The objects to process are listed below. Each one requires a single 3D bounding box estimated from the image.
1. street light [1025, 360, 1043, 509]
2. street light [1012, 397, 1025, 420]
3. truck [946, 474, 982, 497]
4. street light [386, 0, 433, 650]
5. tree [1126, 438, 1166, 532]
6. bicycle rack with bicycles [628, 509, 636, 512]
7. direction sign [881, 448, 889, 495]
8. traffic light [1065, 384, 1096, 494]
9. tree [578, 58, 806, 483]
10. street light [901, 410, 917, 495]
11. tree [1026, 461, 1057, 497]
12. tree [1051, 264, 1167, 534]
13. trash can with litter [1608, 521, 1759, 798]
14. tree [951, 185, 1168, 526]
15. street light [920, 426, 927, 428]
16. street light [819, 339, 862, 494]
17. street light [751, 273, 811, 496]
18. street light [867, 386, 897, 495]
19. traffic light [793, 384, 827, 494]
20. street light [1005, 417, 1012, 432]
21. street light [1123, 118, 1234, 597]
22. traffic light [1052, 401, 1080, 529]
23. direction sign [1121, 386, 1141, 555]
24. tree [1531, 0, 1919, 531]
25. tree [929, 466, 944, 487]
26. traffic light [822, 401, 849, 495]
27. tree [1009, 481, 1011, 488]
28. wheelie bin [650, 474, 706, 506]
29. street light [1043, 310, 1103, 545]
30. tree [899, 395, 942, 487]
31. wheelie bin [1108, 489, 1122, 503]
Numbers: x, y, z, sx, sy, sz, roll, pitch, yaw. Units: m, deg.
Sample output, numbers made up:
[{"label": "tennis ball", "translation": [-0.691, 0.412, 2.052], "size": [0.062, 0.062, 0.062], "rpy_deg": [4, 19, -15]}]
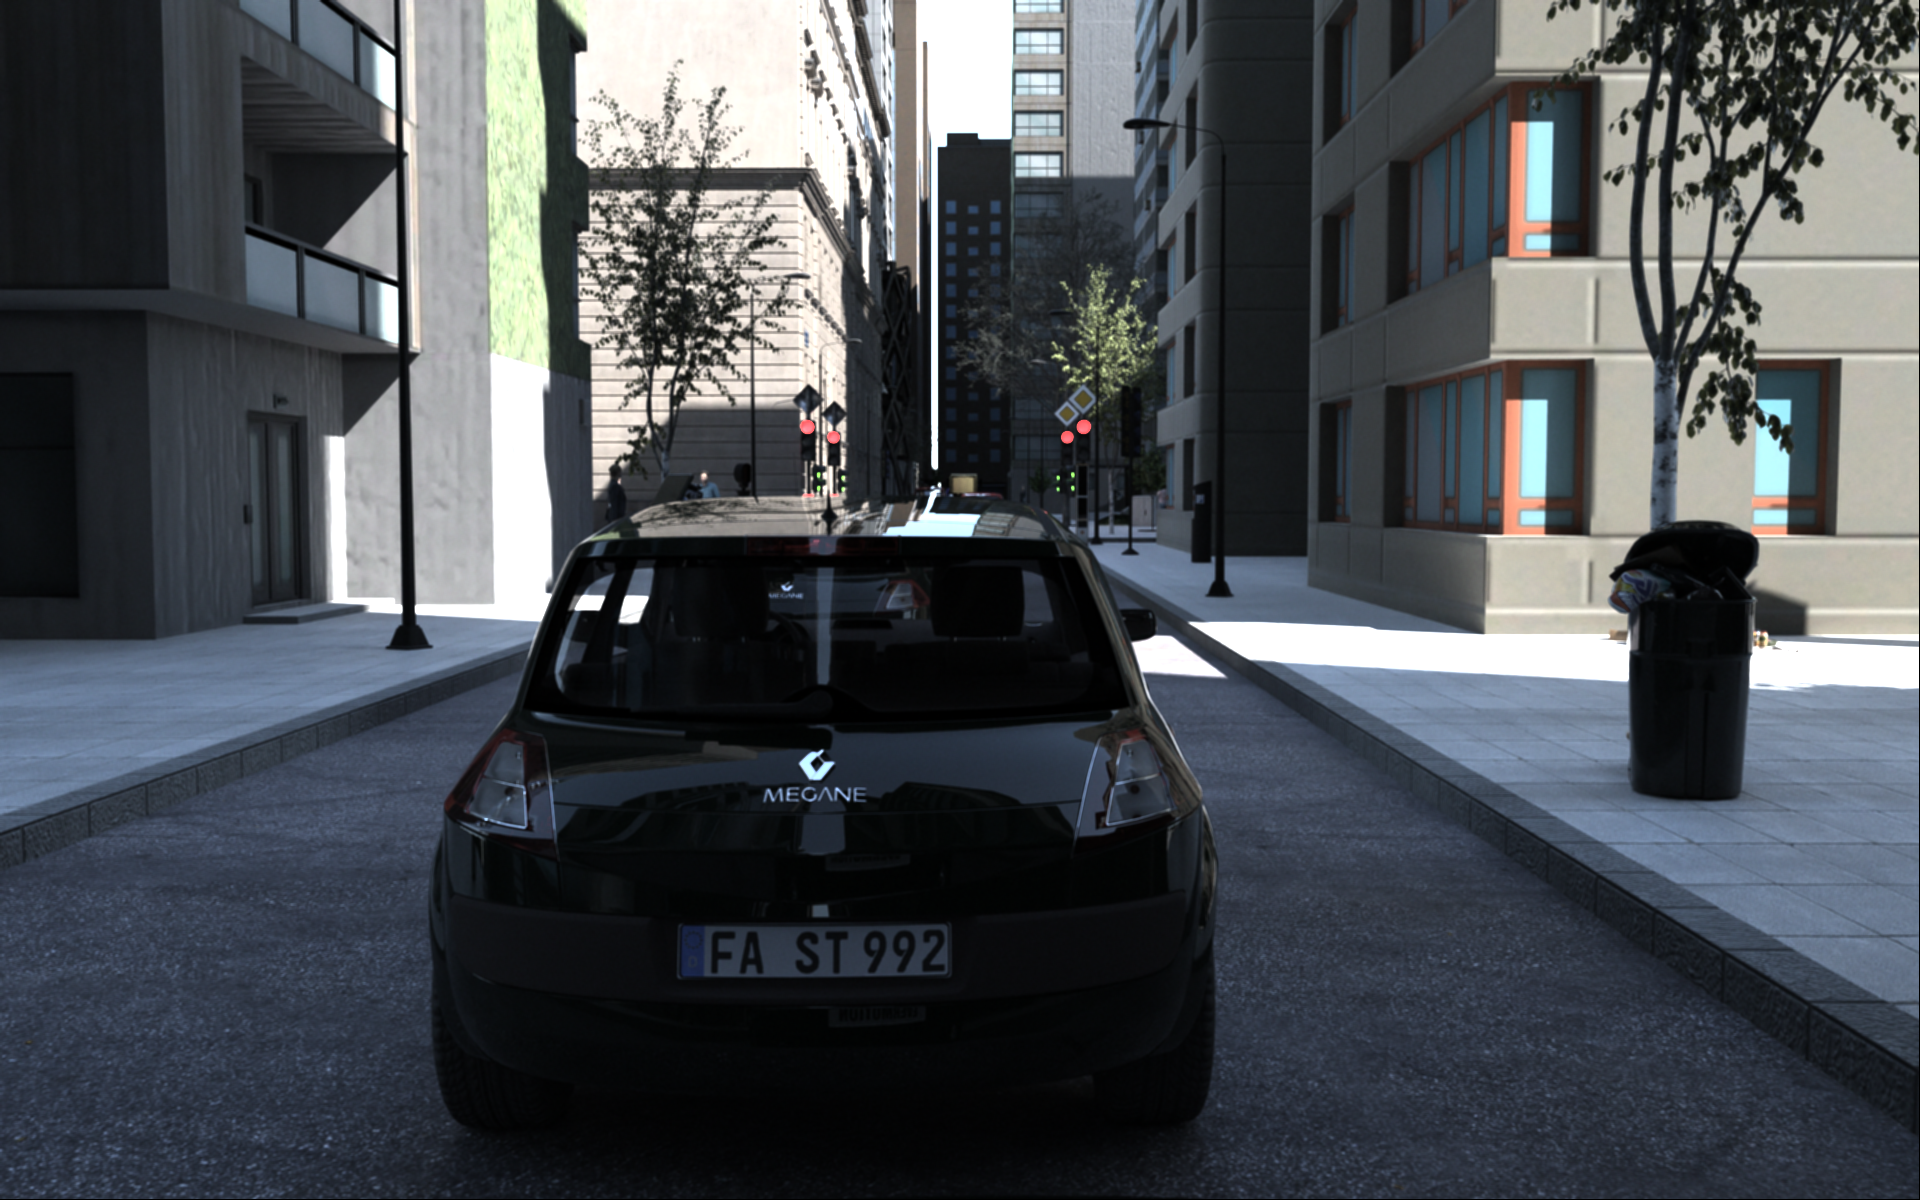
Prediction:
[{"label": "street light", "translation": [3.126, -5.366, 60.272], "size": [1.470, 5.913, 1.316], "rpy_deg": [0, 4, 1]}, {"label": "street light", "translation": [3.375, -6.740, 82.741], "size": [1.470, 5.913, 1.316], "rpy_deg": [0, 4, 1]}, {"label": "truck", "translation": [0.365, -10.309, 164.474], "size": [3.469, 3.379, 9.791], "rpy_deg": [0, 4, 1]}, {"label": "street light", "translation": [-4.038, -2.549, 14.212], "size": [1.470, 5.913, 1.316], "rpy_deg": [0, 4, 1]}, {"label": "tree", "translation": [6.497, -3.966, 59.453], "size": [1.663, 3.219, 1.824], "rpy_deg": [0, 3, 0]}, {"label": "bicycle rack with bicycles", "translation": [-7.015, -1.781, 42.495], "size": [2.852, 0.926, 2.925], "rpy_deg": [1, 4, 11]}, {"label": "direction sign", "translation": [-3.710, -5.757, 86.131], "size": [0.379, 3.537, 0.876], "rpy_deg": [2, 4, 23]}, {"label": "traffic light", "translation": [3.117, -3.380, 44.178], "size": [0.839, 4.253, 0.868], "rpy_deg": [0, 4, 1]}, {"label": "tree", "translation": [-5.062, -4.896, 30.415], "size": [4.360, 8.622, 3.978], "rpy_deg": [0, 3, 0]}, {"label": "street light", "translation": [-3.120, -7.568, 96.277], "size": [1.470, 5.913, 1.316], "rpy_deg": [0, 4, 1]}, {"label": "tree", "translation": [4.566, -6.473, 100.429], "size": [1.663, 3.219, 1.824], "rpy_deg": [0, 3, 0]}, {"label": "tree", "translation": [4.864, -6.402, 55.043], "size": [4.737, 8.622, 4.395], "rpy_deg": [0, 3, 0]}, {"label": "trash can with litter", "translation": [3.131, 0.228, 7.658], "size": [0.624, 1.170, 1.055], "rpy_deg": [1, 4, 14]}, {"label": "tree", "translation": [4.364, -9.706, 69.063], "size": [12.009, 13.543, 11.850], "rpy_deg": [0, 3, 0]}, {"label": "street light", "translation": [-2.936, -8.900, 118.055], "size": [1.470, 5.913, 1.316], "rpy_deg": [0, 4, 1]}, {"label": "street light", "translation": [-3.648, -4.866, 52.105], "size": [1.470, 5.913, 1.316], "rpy_deg": [0, 4, 1]}, {"label": "street light", "translation": [-3.826, -3.912, 36.494], "size": [1.470, 5.913, 1.316], "rpy_deg": [0, 4, 1]}, {"label": "street light", "translation": [-3.402, -6.236, 74.500], "size": [1.470, 5.913, 1.316], "rpy_deg": [0, 4, 1]}, {"label": "traffic light", "translation": [-3.844, -3.383, 44.231], "size": [0.839, 4.253, 0.868], "rpy_deg": [0, 4, 1]}, {"label": "street light", "translation": [3.593, -8.072, 104.518], "size": [1.470, 5.913, 1.316], "rpy_deg": [0, 4, 1]}, {"label": "street light", "translation": [2.717, -2.998, 21.567], "size": [1.470, 5.913, 1.316], "rpy_deg": [0, 4, 1]}, {"label": "traffic light", "translation": [3.196, -3.868, 52.163], "size": [0.839, 4.253, 0.868], "rpy_deg": [0, 4, 1]}, {"label": "direction sign", "translation": [3.603, -2.725, 36.559], "size": [0.379, 3.537, 0.876], "rpy_deg": [2, 4, 32]}, {"label": "tree", "translation": [4.205, -3.619, 9.536], "size": [4.360, 8.622, 3.978], "rpy_deg": [0, 3, 0]}, {"label": "tree", "translation": [-3.597, -12.303, 184.865], "size": [4.285, 4.588, 4.351], "rpy_deg": [0, 3, 0]}, {"label": "traffic light", "translation": [-3.765, -3.871, 52.215], "size": [0.839, 4.253, 0.868], "rpy_deg": [0, 4, 1]}, {"label": "tree", "translation": [4.657, -8.347, 131.079], "size": [1.663, 3.219, 1.824], "rpy_deg": [0, 3, 0]}, {"label": "wheelie bin", "translation": [-4.377, -1.168, 27.000], "size": [0.980, 1.594, 0.693], "rpy_deg": [3, 5, 42]}, {"label": "street light", "translation": [2.934, -4.365, 43.904], "size": [1.470, 5.913, 1.316], "rpy_deg": [0, 4, 1]}, {"label": "tree", "translation": [-3.653, -10.571, 123.194], "size": [4.360, 8.622, 3.978], "rpy_deg": [0, 3, 0]}, {"label": "wheelie bin", "translation": [9.348, -5.882, 104.087], "size": [0.693, 1.594, 0.980], "rpy_deg": [3, 5, 43]}]
